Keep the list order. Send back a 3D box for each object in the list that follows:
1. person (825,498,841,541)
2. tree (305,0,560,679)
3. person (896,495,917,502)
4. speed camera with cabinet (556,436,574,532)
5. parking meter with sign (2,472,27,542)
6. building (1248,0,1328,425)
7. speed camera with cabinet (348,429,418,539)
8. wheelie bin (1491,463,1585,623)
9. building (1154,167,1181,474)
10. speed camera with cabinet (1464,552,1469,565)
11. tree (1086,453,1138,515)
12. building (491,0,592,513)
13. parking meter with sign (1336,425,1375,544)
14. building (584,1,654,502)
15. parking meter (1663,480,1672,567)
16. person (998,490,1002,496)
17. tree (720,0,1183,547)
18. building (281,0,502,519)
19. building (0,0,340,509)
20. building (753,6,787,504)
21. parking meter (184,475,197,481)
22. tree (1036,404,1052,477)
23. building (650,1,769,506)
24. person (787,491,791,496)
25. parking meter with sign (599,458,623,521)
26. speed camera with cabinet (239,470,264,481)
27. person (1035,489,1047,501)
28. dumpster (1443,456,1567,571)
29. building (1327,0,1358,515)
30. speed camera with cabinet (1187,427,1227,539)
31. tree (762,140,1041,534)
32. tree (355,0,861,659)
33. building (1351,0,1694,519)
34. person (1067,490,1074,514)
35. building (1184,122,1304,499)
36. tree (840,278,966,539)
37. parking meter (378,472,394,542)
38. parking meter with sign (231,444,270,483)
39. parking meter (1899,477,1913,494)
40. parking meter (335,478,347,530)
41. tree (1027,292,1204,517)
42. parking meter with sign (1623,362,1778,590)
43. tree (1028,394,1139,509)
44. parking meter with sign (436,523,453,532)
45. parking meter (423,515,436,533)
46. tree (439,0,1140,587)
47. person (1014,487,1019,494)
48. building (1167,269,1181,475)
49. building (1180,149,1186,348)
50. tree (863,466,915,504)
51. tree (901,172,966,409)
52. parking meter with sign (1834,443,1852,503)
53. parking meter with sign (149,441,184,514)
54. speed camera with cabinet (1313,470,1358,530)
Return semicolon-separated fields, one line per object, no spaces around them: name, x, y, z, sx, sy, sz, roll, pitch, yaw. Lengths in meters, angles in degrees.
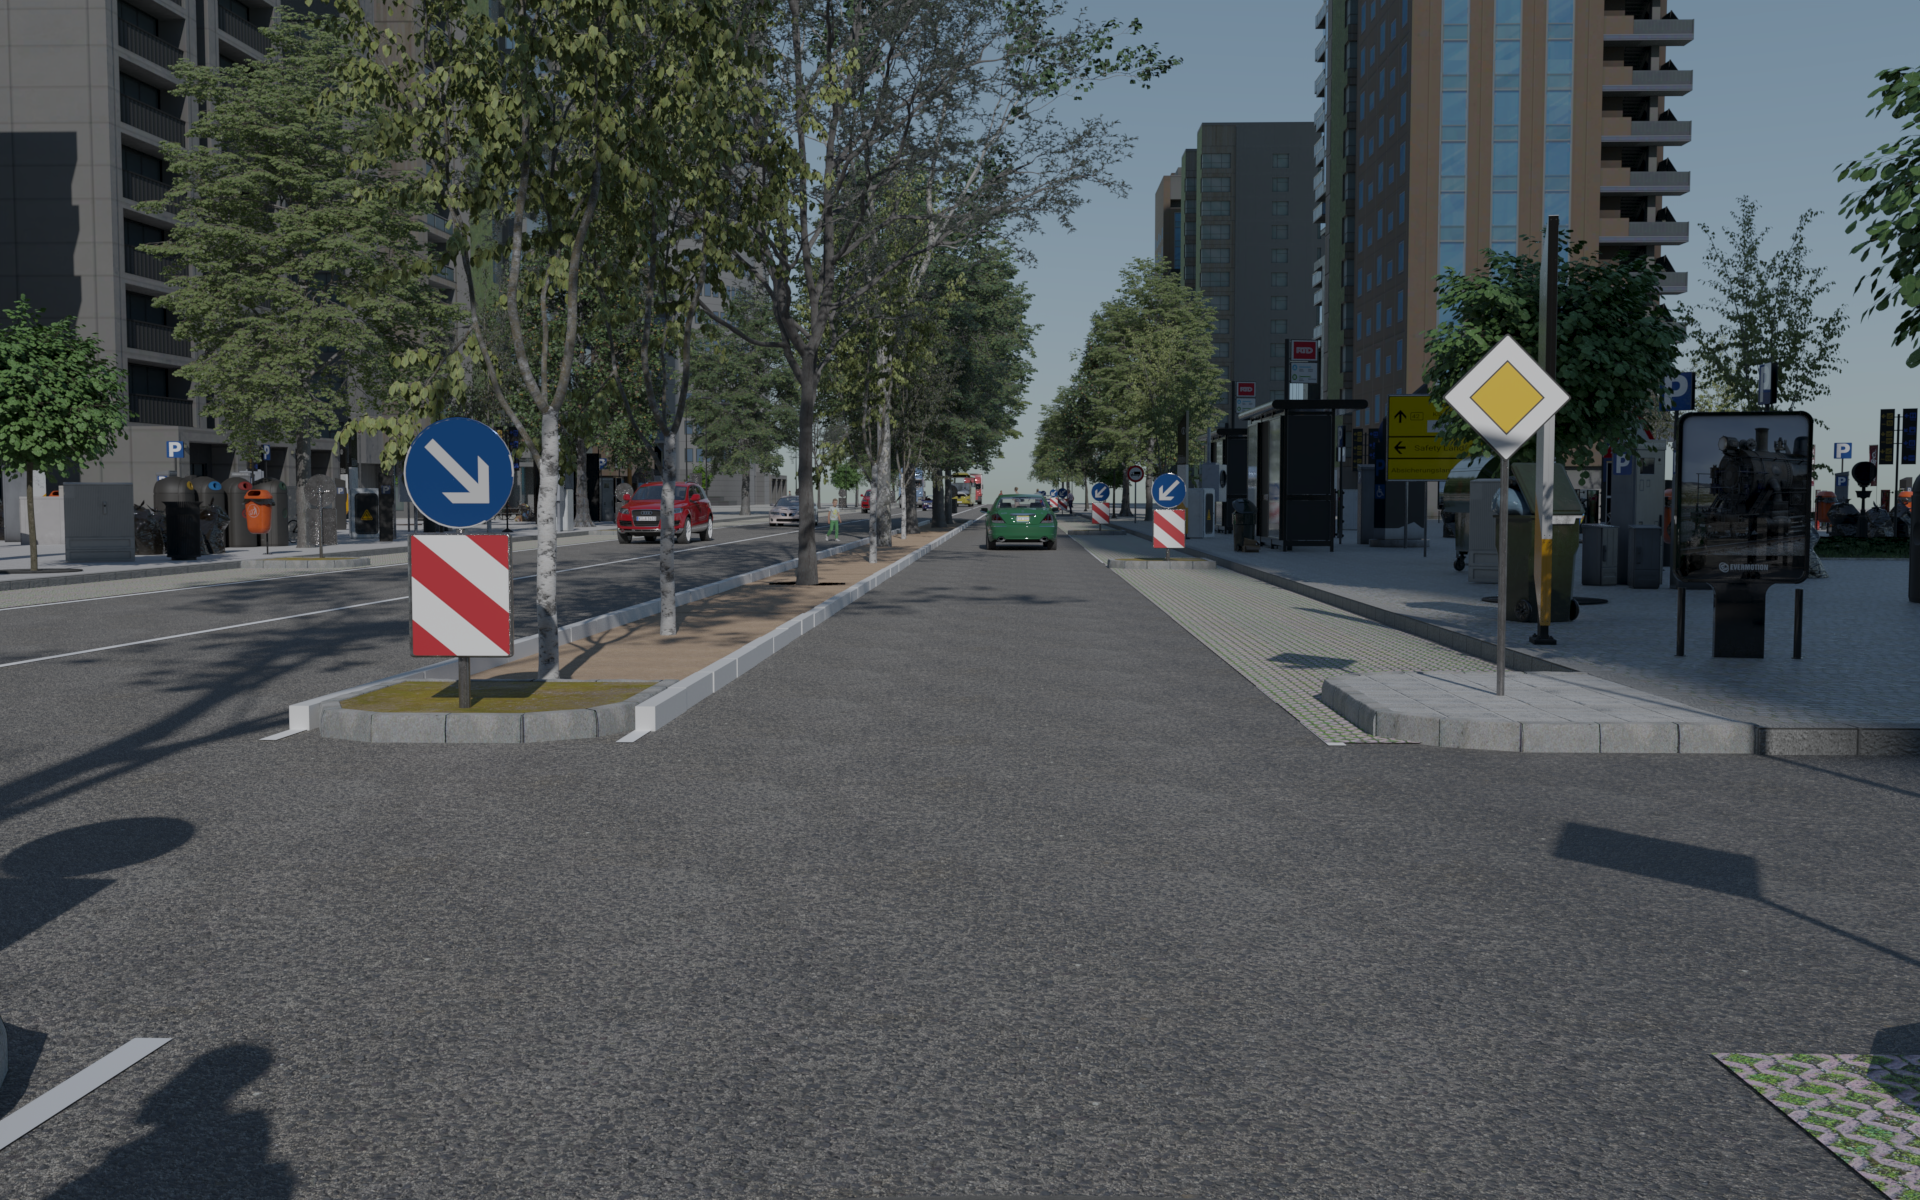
person;-3.840;-2.428;52.448;0.590;1.304;0.306;3;5;45
tree;-3.045;-3.660;12.663;4.737;8.622;4.395;0;3;0
person;-3.204;-5.772;102.891;1.348;1.821;0.705;1;4;16
speed camera with cabinet;-13.764;-3.977;59.353;0.660;3.252;2.038;0;4;0
parking meter with sign;-25.136;-3.054;46.202;1.738;3.016;0.543;-2;4;-28
building;35.165;-49.963;129.573;22.319;86.520;31.000;0;4;2
speed camera with cabinet;-16.625;-3.413;50.143;2.038;3.252;0.660;-2;4;-23
wheelie bin;5.796;-0.587;17.500;0.980;1.594;0.693;-1;4;-22
building;34.034;-35.889;236.899;14.600;45.320;14.200;0;4;2
speed camera with cabinet;9.805;-2.291;31.788;0.660;3.252;2.038;2;4;30
tree;9.684;-7.632;108.502;4.285;4.588;4.351;0;3;0
building;-38.032;-30.397;116.603;23.786;49.044;30.456;0;4;2
parking meter with sign;10.558;-2.935;44.253;1.738;3.016;0.543;0;4;-1
building;-32.992;-29.892;138.849;14.600;45.320;14.200;0;4;2
parking meter;12.476;-1.362;30.673;0.372;1.533;0.369;0;3;0
person;4.404;-10.729;183.851;1.348;1.831;0.705;-3;5;-44
tree;-0.868;-11.437;45.349;12.611;20.169;13.585;0;3;0
building;-34.207;-25.114;94.211;14.154;41.232;14.086;0;4;2
building;-38.020;-38.704;71.060;20.563;71.187;20.611;0;4;2
building;-33.160;-47.953;222.287;20.563;71.187;20.611;0;4;2
parking meter;-23.729;-2.915;53.365;0.399;1.863;0.255;1;4;22
tree;11.215;-16.068;180.841;7.486;12.596;7.792;0;3;0
building;-34.451;-40.131;198.148;21.231;58.520;28.212;0;4;2
person;-16.426;-9.585;165.748;0.750;1.759;0.617;1;4;22
parking meter with sign;-16.741;-5.221;81.624;0.543;3.016;1.738;3;5;44
speed camera with cabinet;-26.406;-4.379;65.931;0.660;3.252;2.038;2;4;26
person;5.413;-6.864;120.808;1.350;1.814;0.705;0;4;1
dumpster;8.780;-1.556;27.941;1.502;2.255;1.985;0;4;2
building;29.866;-25.962;108.066;14.154;41.232;14.086;0;4;2
speed camera with cabinet;7.219;-3.446;50.672;0.660;3.252;2.038;2;4;27
tree;-1.766;-9.332;61.686;9.857;13.997;8.962;0;3;0
tree;-2.984;-3.955;17.491;4.737;8.622;4.395;0;3;0
building;29.797;-27.138;93.819;14.600;45.320;14.200;0;4;2
person;7.148;-6.335;113.023;0.756;1.711;0.436;-3;5;-44
building;33.182;-31.186;193.478;14.154;41.232;14.086;0;4;2
tree;-1.774;-6.212;54.386;4.360;8.622;3.978;0;3;0
parking meter;-15.462;-2.507;46.693;0.399;1.863;0.255;-1;4;-21
parking meter with sign;-25.250;-3.961;61.016;1.738;3.016;0.543;0;4;2
parking meter;32.360;-3.278;59.301;0.399;1.863;0.255;-2;4;-27
parking meter;-22.088;-3.433;61.833;0.399;1.863;0.255;-1;4;-17
tree;9.569;-11.100;98.485;9.611;12.733;9.660;0;3;0
parking meter with sign;9.967;-1.655;23.318;1.738;3.016;0.543;1;4;9
tree;10.961;-13.176;149.841;8.767;10.594;7.601;-1;4;-18
parking meter with sign;-17.769;-3.868;59.507;0.543;3.016;1.738;0;4;-3
parking meter;-16.527;-2.784;53.923;0.372;1.533;0.369;0;3;0
tree;-2.423;-6.977;26.903;12.009;13.543;11.850;0;3;0
person;2.710;-4.587;83.841;0.374;1.781;0.599;1;4;17
building;33.307;-27.550;222.151;14.160;30.474;14.107;0;4;2
building;33.263;-32.047;207.569;14.154;41.232;14.086;0;4;2
tree;-9.061;-19.412;234.397;9.611;12.733;9.660;0;3;0
tree;-1.826;-5.071;35.724;4.737;8.622;4.395;0;3;0
parking meter with sign;29.475;-3.773;57.944;0.543;3.016;1.738;2;4;28
parking meter with sign;-25.793;-3.670;56.260;0.543;3.016;1.738;0;4;-2
speed camera with cabinet;13.597;-4.128;61.821;0.660;3.252;2.038;-3;5;-42
